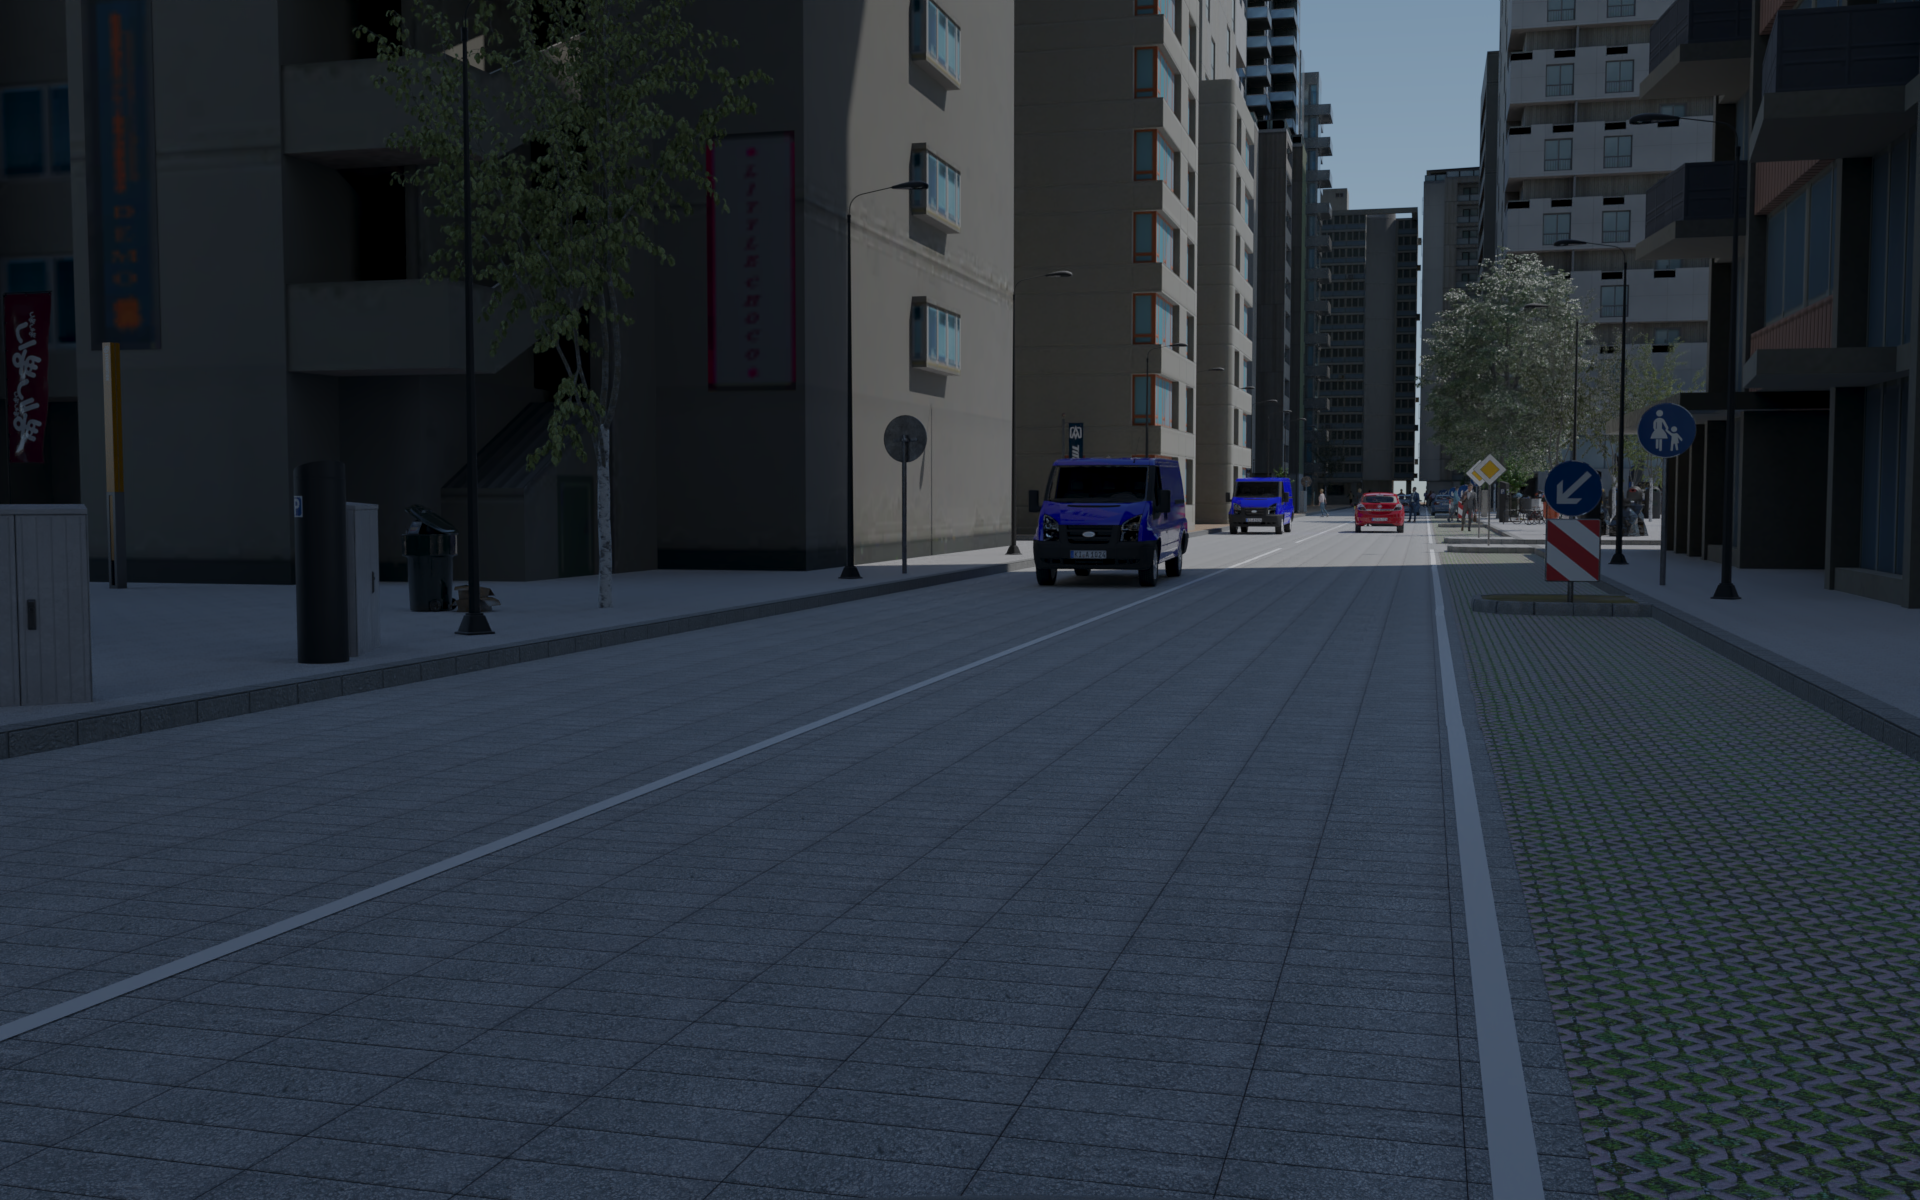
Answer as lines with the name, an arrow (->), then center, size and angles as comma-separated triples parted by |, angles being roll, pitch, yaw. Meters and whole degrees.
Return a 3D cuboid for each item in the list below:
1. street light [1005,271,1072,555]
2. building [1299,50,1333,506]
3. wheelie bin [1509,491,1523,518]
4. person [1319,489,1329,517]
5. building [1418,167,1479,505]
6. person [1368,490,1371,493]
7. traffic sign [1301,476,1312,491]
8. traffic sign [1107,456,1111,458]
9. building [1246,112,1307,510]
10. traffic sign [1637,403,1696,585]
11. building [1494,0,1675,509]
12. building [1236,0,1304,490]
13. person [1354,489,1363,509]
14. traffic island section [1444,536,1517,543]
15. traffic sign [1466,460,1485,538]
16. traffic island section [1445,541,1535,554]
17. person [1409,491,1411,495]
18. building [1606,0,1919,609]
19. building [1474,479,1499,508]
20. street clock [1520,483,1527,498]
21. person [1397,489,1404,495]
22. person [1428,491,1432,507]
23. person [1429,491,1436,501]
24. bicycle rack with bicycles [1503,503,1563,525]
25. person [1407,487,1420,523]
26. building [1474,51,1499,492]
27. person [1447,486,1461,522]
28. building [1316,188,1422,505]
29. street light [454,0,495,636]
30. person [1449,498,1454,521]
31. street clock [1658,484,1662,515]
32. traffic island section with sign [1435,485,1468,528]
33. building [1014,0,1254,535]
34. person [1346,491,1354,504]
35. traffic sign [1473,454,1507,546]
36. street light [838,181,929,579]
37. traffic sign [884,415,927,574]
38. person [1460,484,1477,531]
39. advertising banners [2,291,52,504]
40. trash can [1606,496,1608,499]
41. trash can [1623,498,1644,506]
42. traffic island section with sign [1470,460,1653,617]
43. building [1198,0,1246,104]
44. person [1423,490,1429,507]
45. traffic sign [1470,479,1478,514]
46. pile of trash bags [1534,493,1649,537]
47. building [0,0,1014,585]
street light -> 1.656, -3.903, 36.358 | 1.470, 5.913, 1.316 | 1, 4, 15
building -> 25.003, -34.913, 190.428 | 30.456, 49.044, 23.786 | 1, 4, 15
wheelie bin -> 29.976, -5.257, 93.864 | 0.980, 1.594, 0.693 | 2, 4, 27
person -> 22.502, -5.981, 106.968 | 0.598, 1.740, 0.731 | 2, 4, 27
building -> 63.018, -32.191, 209.922 | 14.086, 41.232, 14.154 | 1, 4, 15
person -> 38.167, -9.344, 161.291 | 0.705, 1.823, 1.348 | -3, 5, -41
traffic sign -> 24.495, -7.493, 122.613 | 0.768, 2.556, 0.104 | 1, 4, 22
traffic sign -> 3.886, -2.551, 45.356 | 0.795, 2.450, 0.064 | 1, 4, 15
building -> 19.280, -22.217, 134.956 | 14.160, 30.474, 14.107 | 1, 4, 15
traffic sign -> 9.885, -1.479, 24.290 | 0.768, 2.556, 0.104 | 1, 4, 21
building -> 56.334, -33.382, 135.041 | 28.713, 52.752, 27.495 | 1, 4, 15
building -> 20.606, -51.634, 156.889 | 22.319, 86.520, 31.000 | 1, 4, 15
person -> 26.925, -6.514, 115.216 | 0.699, 1.804, 1.509 | -3, 5, -44
traffic island section -> 15.194, -1.736, 50.658 | 2.009, 0.180, 2.903 | 1, 4, 15
traffic sign -> 15.169, -2.871, 50.588 | 0.795, 2.450, 0.064 | 1, 4, 15
traffic island section -> 13.126, -1.264, 42.945 | 2.009, 0.180, 2.903 | 1, 4, 15
person -> 50.609, -11.377, 195.228 | 0.721, 1.735, 1.217 | 2, 4, 34
building -> 22.055, -22.565, 23.555 | 22.147, 44.769, 28.867 | 1, 4, 15
building -> 58.824, -44.090, 159.131 | 20.563, 71.187, 20.611 | 1, 4, 15
street clock -> 37.381, -6.753, 114.979 | 0.471, 2.002, 0.358 | 3, 5, 44
person -> 32.920, -7.386, 129.218 | 1.348, 1.831, 0.705 | 1, 4, 19
person -> 53.550, -11.528, 196.913 | 1.348, 1.831, 0.705 | -3, 5, -40
person -> 45.430, -9.587, 166.188 | 0.756, 1.711, 0.436 | 1, 4, 15
bicycle rack with bicycles -> 24.311, -3.628, 72.693 | 2.925, 0.926, 2.852 | -1, 4, -15
person -> 22.809, -4.799, 87.141 | 0.419, 1.800, 0.721 | -3, 4, -37
building -> 65.146, -34.021, 179.940 | 21.300, 48.544, 21.600 | 1, 4, 15
person -> 25.136, -4.865, 87.912 | 0.748, 1.841, 0.638 | 2, 4, 27
building -> 46.867, -32.498, 223.224 | 23.993, 40.220, 32.217 | 1, 4, 15
street light -> -3.928, -2.631, 15.555 | 1.470, 5.913, 1.316 | 1, 4, 15
person -> 26.506, -4.864, 93.037 | 0.382, 1.210, 0.505 | -2, 4, -25
street clock -> 43.422, -6.272, 107.109 | 0.471, 2.002, 0.358 | 1, 4, 11
traffic island section with sign -> 21.582, -4.024, 74.418 | 1.989, 1.847, 2.006 | 1, 4, 15
building -> -3.406, -13.797, 70.621 | 27.650, 21.520, 28.899 | 1, 4, 15
person -> 46.113, -11.979, 204.447 | 1.348, 1.812, 0.705 | -2, 4, -33
traffic sign -> 13.101, -2.399, 42.874 | 0.795, 2.450, 0.064 | 1, 4, 15
street light -> -1.143, -3.268, 25.975 | 1.470, 5.913, 1.316 | 1, 4, 15
traffic sign -> -0.898, -1.701, 27.910 | 0.768, 2.556, 0.104 | 1, 4, 23
person -> 19.495, -3.543, 66.385 | 0.622, 1.834, 0.822 | 1, 4, 10
advertising banners -> -8.804, -1.167, 15.274 | 2.074, 3.025, 0.090 | 1, 4, 17
trash can -> 40.258, -5.839, 107.115 | 0.748, 1.137, 0.748 | 0, 3, 0
trash can -> 22.653, -2.860, 58.410 | 0.748, 1.137, 0.748 | 0, 3, 0
traffic island section with sign -> 7.297, -0.765, 21.137 | 1.989, 1.847, 2.006 | 1, 4, 15
building -> 3.629, -31.880, 110.473 | 28.713, 52.752, 27.495 | 1, 4, 15
person -> 50.747, -11.012, 188.417 | 0.709, 1.838, 0.599 | -1, 4, -19
traffic sign -> 33.594, -6.885, 112.679 | 0.768, 2.556, 0.104 | 1, 4, 19
pile of trash bags -> 19.546, -2.680, 53.576 | 1.912, 1.369, 3.447 | -3, 5, -40
building -> -11.572, -25.105, 34.171 | 21.600, 48.544, 21.300 | 1, 4, 15
